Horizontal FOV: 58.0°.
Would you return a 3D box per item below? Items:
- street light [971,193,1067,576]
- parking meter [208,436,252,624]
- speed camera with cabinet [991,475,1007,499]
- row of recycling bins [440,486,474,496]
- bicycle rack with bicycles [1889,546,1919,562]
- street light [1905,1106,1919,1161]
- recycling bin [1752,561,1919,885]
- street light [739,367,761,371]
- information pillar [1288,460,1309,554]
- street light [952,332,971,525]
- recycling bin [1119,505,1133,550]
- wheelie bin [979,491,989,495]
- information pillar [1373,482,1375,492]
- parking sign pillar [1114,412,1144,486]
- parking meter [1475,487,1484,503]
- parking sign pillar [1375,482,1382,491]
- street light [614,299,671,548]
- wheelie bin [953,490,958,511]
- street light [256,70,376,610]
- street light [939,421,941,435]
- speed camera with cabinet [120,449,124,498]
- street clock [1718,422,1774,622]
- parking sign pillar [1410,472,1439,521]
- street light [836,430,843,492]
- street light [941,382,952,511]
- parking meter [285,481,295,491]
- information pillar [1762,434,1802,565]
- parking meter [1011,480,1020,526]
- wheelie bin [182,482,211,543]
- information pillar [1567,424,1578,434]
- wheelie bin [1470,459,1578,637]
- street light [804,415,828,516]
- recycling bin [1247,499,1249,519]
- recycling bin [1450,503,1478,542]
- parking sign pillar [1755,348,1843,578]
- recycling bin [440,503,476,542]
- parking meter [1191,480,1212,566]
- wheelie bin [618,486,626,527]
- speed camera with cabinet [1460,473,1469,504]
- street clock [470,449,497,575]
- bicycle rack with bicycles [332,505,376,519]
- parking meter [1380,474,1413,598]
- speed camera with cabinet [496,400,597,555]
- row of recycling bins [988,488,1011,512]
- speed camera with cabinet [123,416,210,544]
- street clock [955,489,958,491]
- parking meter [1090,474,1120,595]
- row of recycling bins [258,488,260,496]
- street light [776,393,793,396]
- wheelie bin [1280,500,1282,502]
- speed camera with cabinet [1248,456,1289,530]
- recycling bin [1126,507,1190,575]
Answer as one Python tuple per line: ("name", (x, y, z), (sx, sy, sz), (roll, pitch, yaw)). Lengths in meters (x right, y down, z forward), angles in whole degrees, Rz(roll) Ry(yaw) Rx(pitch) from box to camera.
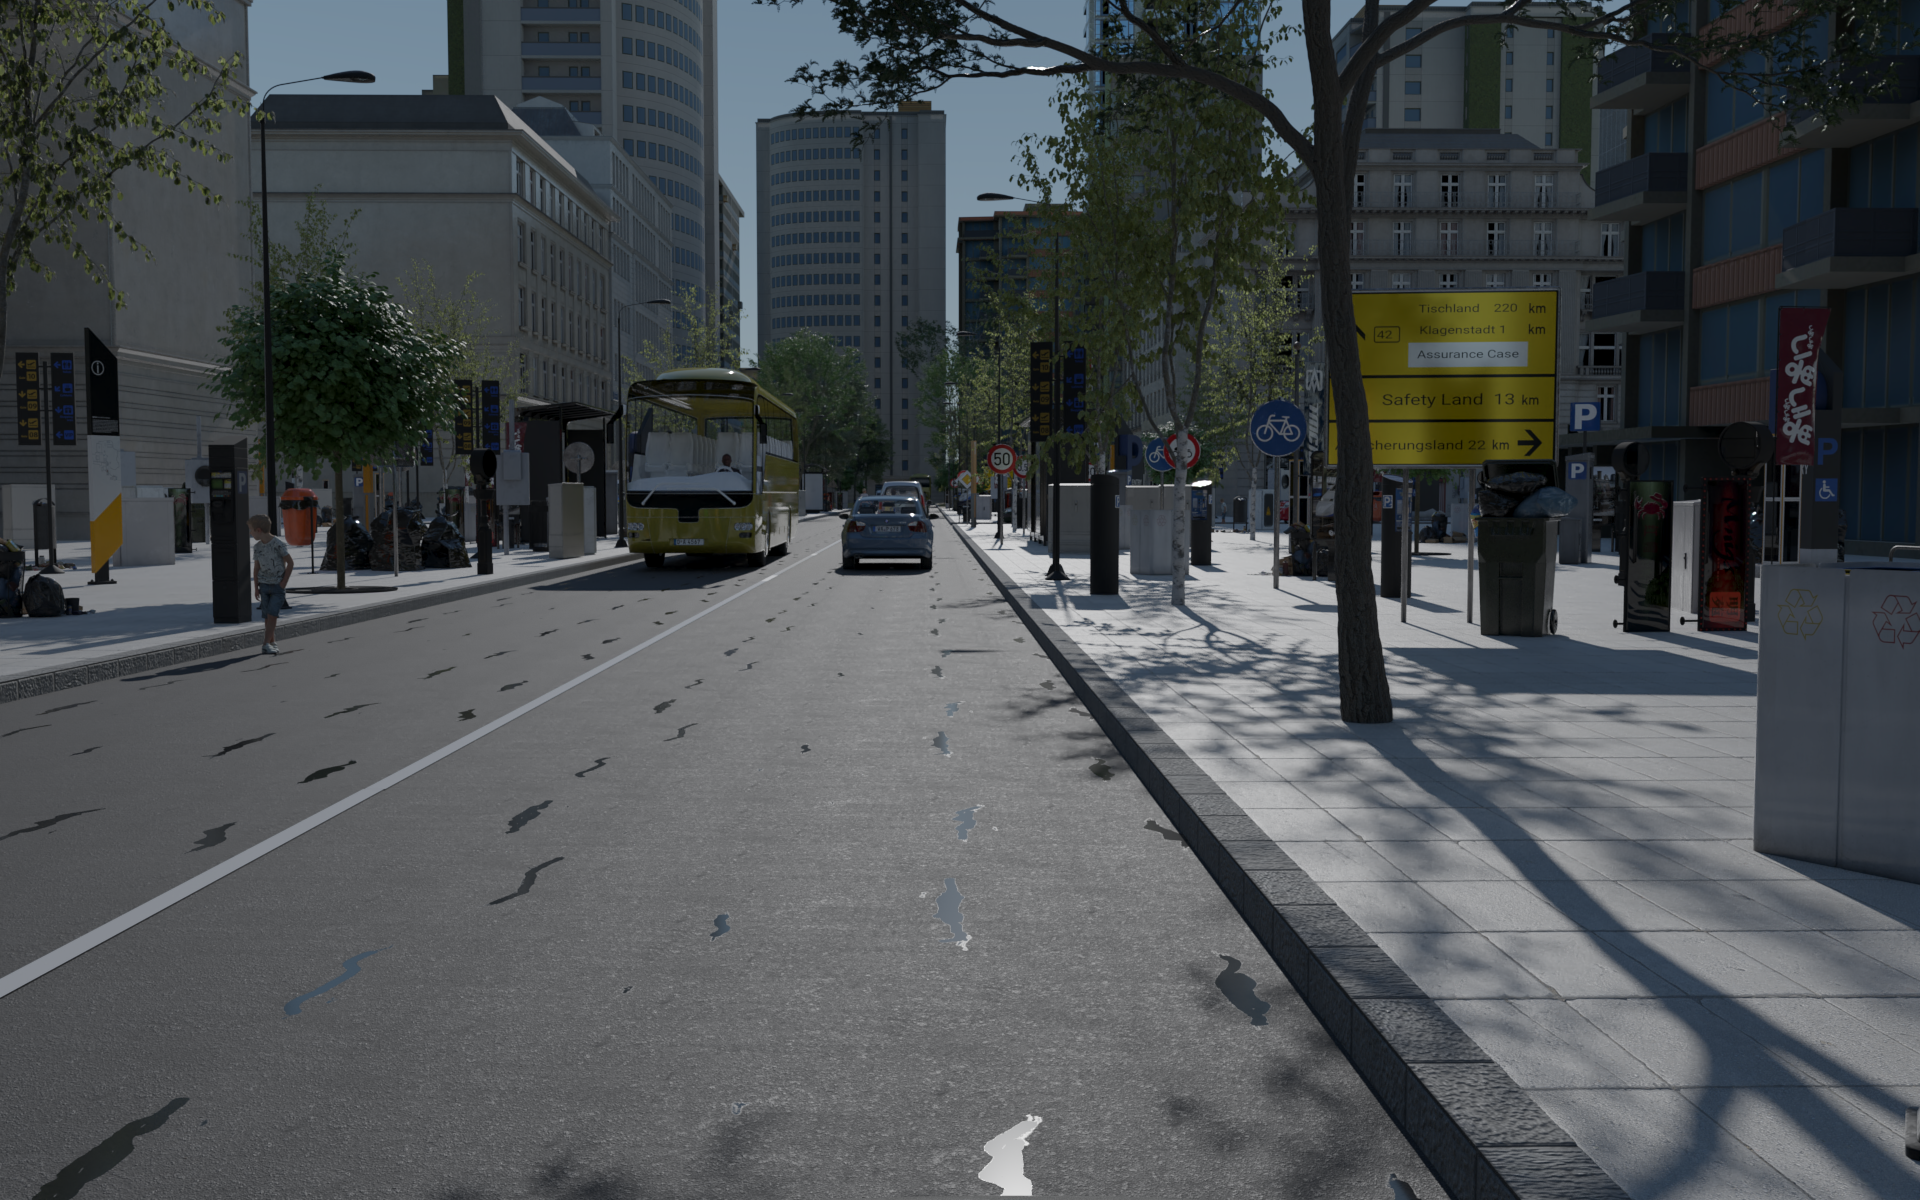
("street light", (0.958, -3.323, 26.865), (1.470, 5.913, 1.316), (0, 4, -1))
("parking meter", (-7.262, -0.705, 17.234), (0.255, 1.863, 0.399), (0, 4, 1))
("speed camera with cabinet", (2.361, -5.610, 86.063), (0.660, 3.252, 2.038), (3, 5, 40))
("row of recycling bins", (-26.036, -5.042, 89.542), (1.069, 1.692, 3.534), (0, 4, 3))
("bicycle rack with bicycles", (13.250, -0.529, 22.035), (2.852, 0.926, 2.925), (-1, 4, -11))
("street light", (1.472, -1.876, 3.209), (1.470, 5.913, 1.316), (0, 4, -1))
("recycling bin", (3.323, 0.396, 6.078), (0.722, 1.027, 0.722), (-2, 4, -29))
("street light", (-8.008, -5.571, 63.621), (1.470, 5.913, 1.316), (0, 4, -1))
("information pillar", (7.266, -1.998, 37.161), (0.304, 2.012, 0.304), (-2, 4, -31))
("street light", (0.584, -4.718, 49.674), (1.470, 5.913, 1.316), (0, 4, -1))
("recycling bin", (3.531, -1.694, 40.244), (0.722, 1.027, 0.722), (3, 5, 41))
("wheelie bin", (1.560, -6.657, 116.752), (0.693, 1.594, 0.980), (1, 4, 18))
("information pillar", (13.490, -4.035, 57.334), (0.504, 3.616, 0.183), (0, 4, 0))
("parking sign pillar", (5.563, -4.190, 56.972), (1.447, 3.967, 1.447), (2, 4, 34))
("parking meter", (19.296, -3.424, 64.391), (0.372, 1.533, 0.369), (0, 3, 0))
("parking sign pillar", (20.948, -5.986, 86.349), (1.447, 3.967, 1.447), (2, 4, 35))
("street light", (-7.587, -4.213, 41.422), (1.470, 5.913, 1.316), (0, 4, -1))
("wheelie bin", (-0.206, -7.439, 129.543), (0.693, 1.594, 0.980), (0, 4, -1))
("street light", (-7.108, -2.850, 19.144), (1.470, 5.913, 1.316), (0, 4, -1))
("street light", (-0.181, -7.037, 87.596), (1.470, 5.913, 1.316), (0, 4, -1))
("speed camera with cabinet", (-29.718, -4.080, 61.049), (0.660, 3.252, 2.038), (3, 5, 42))
("street clock", (7.872, -0.784, 17.390), (0.358, 2.002, 0.471), (-2, 4, -32))
("parking sign pillar", (22.049, -5.719, 81.984), (1.447, 3.967, 1.447), (-2, 4, -25))
("street light", (-9.085, -9.286, 124.366), (1.470, 5.913, 1.316), (0, 4, -1))
("street light", (0.047, -6.075, 71.870), (1.470, 5.913, 1.316), (0, 4, -1))
("parking meter", (-30.638, -4.500, 79.279), (0.399, 1.863, 0.255), (0, 4, -8))
("information pillar", (10.063, -1.022, 21.202), (0.304, 2.012, 0.304), (-1, 4, -19))
("parking meter", (2.231, -3.912, 69.670), (0.255, 1.863, 0.399), (-1, 4, -13))
("wheelie bin", (-20.236, -2.326, 45.940), (0.693, 1.594, 0.980), (3, 5, 41))
("information pillar", (20.472, -4.063, 57.790), (0.504, 3.616, 0.183), (0, 4, 1))
("wheelie bin", (5.096, -0.479, 15.745), (0.980, 1.594, 0.693), (2, 4, 29))
("street light", (-8.634, -7.922, 102.071), (1.470, 5.913, 1.316), (0, 4, -1))
("recycling bin", (14.943, -4.601, 87.779), (0.722, 1.027, 0.722), (-1, 4, -21))
("recycling bin", (13.657, -2.090, 46.723), (0.722, 1.027, 0.722), (2, 4, 25))
("parking sign pillar", (12.909, -2.326, 26.501), (1.447, 3.967, 1.447), (0, 4, -4))
("recycling bin", (-13.518, -2.089, 46.703), (0.722, 1.027, 0.722), (2, 4, 30))
("parking meter", (4.339, -1.390, 31.132), (0.372, 1.533, 0.369), (0, 3, 0))
("wheelie bin", (-13.253, -3.587, 66.562), (0.980, 1.594, 0.693), (3, 4, 38))
("speed camera with cabinet", (33.518, -7.456, 116.240), (0.660, 3.252, 2.038), (-2, 4, -28))
("street clock", (-7.589, -1.410, 27.628), (0.358, 2.002, 0.471), (1, 4, 15))
("bicycle rack with bicycles", (-28.056, -4.149, 81.219), (2.925, 0.926, 2.852), (-1, 4, -10))
("parking meter", (5.418, -0.800, 21.493), (0.372, 1.533, 0.369), (0, 3, 0))
("speed camera with cabinet", (-8.753, -2.588, 36.653), (2.038, 3.252, 0.660), (-1, 4, -13))
("row of recycling bins", (2.974, -7.043, 122.260), (1.069, 1.692, 3.534), (-2, 4, -26))
("speed camera with cabinet", (-19.688, -2.999, 43.377), (2.038, 3.252, 0.660), (-3, 5, -41))
("street clock", (-0.245, -8.976, 151.334), (0.471, 2.002, 0.358), (3, 4, 37))
("parking meter", (1.849, -0.840, 22.140), (0.372, 1.533, 0.369), (0, 3, 0))
("row of recycling bins", (-36.063, -4.867, 86.692), (3.534, 1.692, 1.069), (3, 5, 39))
("street light", (-8.366, -6.564, 79.870), (1.470, 5.913, 1.316), (0, 4, -1))
("wheelie bin", (15.831, -4.772, 85.934), (0.980, 1.594, 0.693), (-1, 4, -16))
("speed camera with cabinet", (11.073, -4.135, 61.938), (0.660, 3.252, 2.038), (3, 4, 39))
("recycling bin", (3.194, -0.927, 27.716), (0.722, 1.027, 0.722), (-2, 4, -25))
